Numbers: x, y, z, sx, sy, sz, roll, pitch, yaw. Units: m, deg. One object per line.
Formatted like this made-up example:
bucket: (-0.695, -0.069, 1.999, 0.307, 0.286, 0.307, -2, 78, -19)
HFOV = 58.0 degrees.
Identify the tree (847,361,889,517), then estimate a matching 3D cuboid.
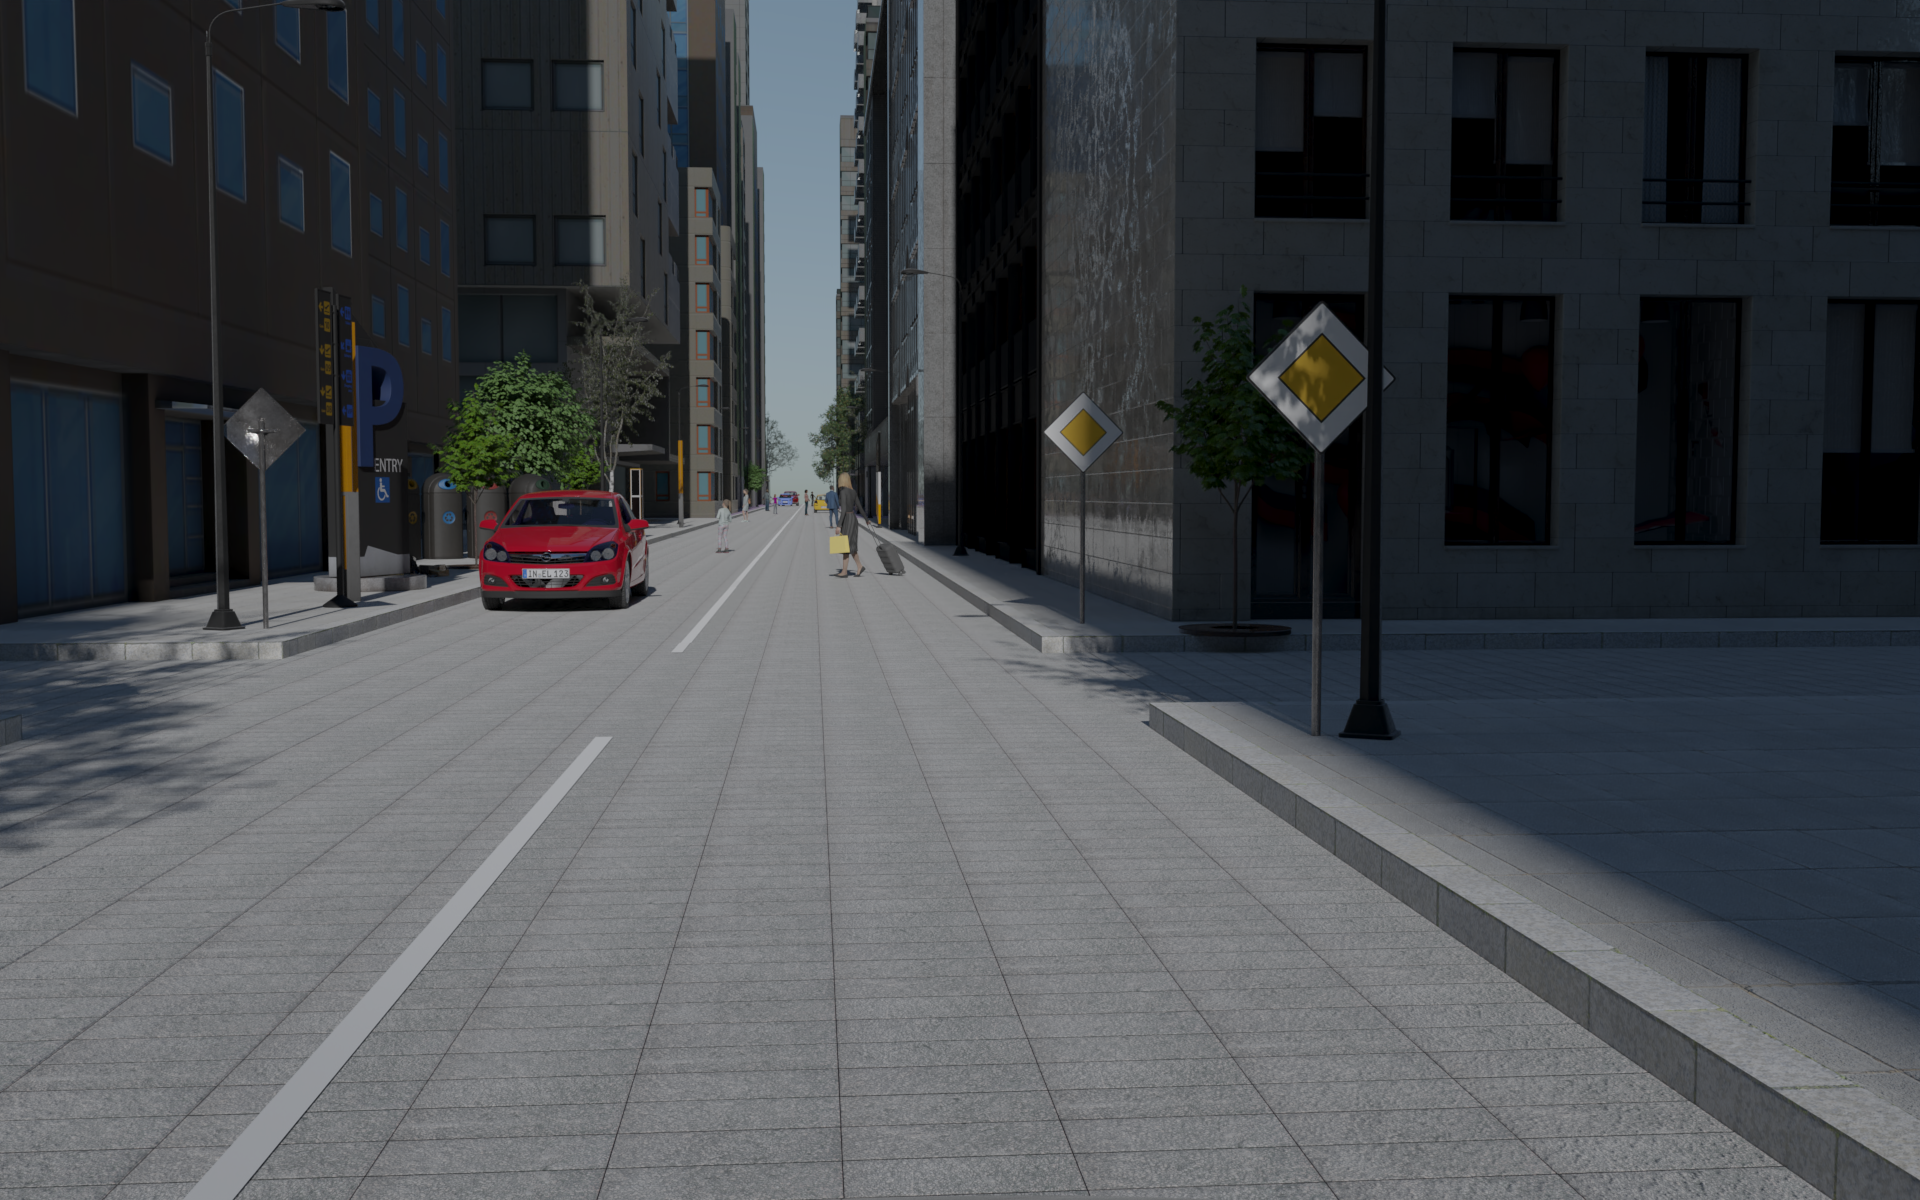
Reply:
tree: (-4.284, -8.871, 95.399, 4.360, 8.622, 3.978, 0, 3, 0)

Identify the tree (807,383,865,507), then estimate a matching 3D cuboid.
tree: (-11.100, -15.967, 178.062, 9.611, 12.733, 9.660, 0, 3, 0)

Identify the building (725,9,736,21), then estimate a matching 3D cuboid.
building: (-25.434, -27.986, 141.158, 14.154, 41.232, 14.086, 0, 4, -5)

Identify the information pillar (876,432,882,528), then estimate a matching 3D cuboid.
information pillar: (-3.086, -4.539, 65.563, 0.183, 3.616, 0.504, -1, 4, -13)

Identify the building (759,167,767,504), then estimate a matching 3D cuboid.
building: (-30.848, -32.193, 209.948, 14.154, 41.232, 14.086, 0, 4, -5)

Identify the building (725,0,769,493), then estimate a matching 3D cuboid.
building: (-35.516, -48.181, 226.015, 20.563, 71.187, 20.611, 0, 4, -5)

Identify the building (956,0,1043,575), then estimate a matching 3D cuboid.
building: (6.689, -12.560, 35.036, 12.332, 23.373, 15.834, 0, 4, -5)

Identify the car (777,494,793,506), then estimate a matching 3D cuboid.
car: (-20.675, -11.944, 204.878, 1.945, 1.707, 3.694, 0, 4, -5)

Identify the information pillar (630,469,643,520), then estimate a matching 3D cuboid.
information pillar: (-9.380, -2.800, 50.270, 0.304, 2.012, 0.304, 0, 4, 2)

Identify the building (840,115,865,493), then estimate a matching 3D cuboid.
building: (-6.169, -31.012, 190.647, 14.154, 41.232, 14.086, 0, 4, -5)

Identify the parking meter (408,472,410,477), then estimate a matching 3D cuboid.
parking meter: (-12.778, -2.077, 39.667, 0.399, 1.863, 0.255, 0, 4, 4)

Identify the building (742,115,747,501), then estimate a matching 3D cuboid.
building: (-26.841, -28.841, 155.149, 14.154, 41.232, 14.086, 0, 4, -5)

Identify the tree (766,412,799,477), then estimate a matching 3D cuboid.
tree: (-28.055, -20.719, 249.117, 12.009, 13.543, 11.850, 0, 3, 0)

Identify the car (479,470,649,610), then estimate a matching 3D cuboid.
car: (-5.150, -0.844, 22.846, 2.155, 1.783, 4.494, 0, 4, -5)

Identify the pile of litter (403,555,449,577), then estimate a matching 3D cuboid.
pile of litter: (-8.675, -0.815, 27.296, 1.176, 0.858, 1.719, -2, 4, -25)

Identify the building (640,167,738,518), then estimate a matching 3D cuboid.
building: (-28.115, -15.914, 105.230, 27.650, 21.520, 28.899, 0, 4, -5)

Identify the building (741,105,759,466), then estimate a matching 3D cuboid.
building: (-29.900, -33.344, 195.281, 14.600, 45.320, 14.200, 0, 4, -5)

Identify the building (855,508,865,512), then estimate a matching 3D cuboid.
building: (8.560, -26.588, 126.597, 32.217, 40.220, 23.993, 0, 4, -5)

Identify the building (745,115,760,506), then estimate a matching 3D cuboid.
building: (-28.690, -30.433, 181.169, 14.154, 41.232, 14.086, 0, 4, -5)

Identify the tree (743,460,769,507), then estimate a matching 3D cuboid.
tree: (-20.017, -11.176, 166.448, 4.285, 4.588, 4.351, 0, 3, 0)

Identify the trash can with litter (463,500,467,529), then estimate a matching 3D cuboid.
trash can with litter: (-12.146, -2.013, 44.304, 1.055, 1.170, 0.624, -2, 4, -28)

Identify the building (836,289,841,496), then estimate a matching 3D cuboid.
building: (-10.427, -28.878, 243.850, 14.160, 30.474, 14.107, 0, 4, -5)

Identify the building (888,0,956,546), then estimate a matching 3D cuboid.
building: (4.248, -14.353, 52.700, 12.078, 24.808, 19.932, 0, 4, -5)

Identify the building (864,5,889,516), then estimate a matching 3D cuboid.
building: (1.046, -20.518, 107.172, 14.160, 30.474, 14.107, 0, 4, -5)

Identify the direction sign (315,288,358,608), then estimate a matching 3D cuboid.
direction sign: (-7.045, -1.687, 19.581, 0.379, 3.537, 0.876, 0, 4, 4)

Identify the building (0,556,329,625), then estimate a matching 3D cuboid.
building: (-16.448, -22.690, 21.089, 14.600, 45.320, 14.200, 0, 4, -5)

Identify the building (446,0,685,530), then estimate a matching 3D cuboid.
building: (-26.188, -29.540, 72.214, 28.713, 52.752, 27.495, 0, 4, -5)

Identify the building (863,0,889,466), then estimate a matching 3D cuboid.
building: (3.250, -15.816, 77.657, 14.314, 24.678, 30.058, 0, 4, -5)

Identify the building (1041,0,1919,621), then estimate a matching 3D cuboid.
building: (10.071, -10.270, 22.663, 16.860, 20.320, 10.420, 0, 4, -5)

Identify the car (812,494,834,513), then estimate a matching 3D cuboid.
car: (-10.332, -7.485, 132.598, 2.015, 1.641, 3.980, 0, 4, -4)

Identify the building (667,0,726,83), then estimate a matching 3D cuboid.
building: (-24.325, -29.132, 126.413, 14.600, 45.320, 14.200, 0, 4, -5)

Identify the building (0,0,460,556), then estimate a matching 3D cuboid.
building: (-21.506, -24.087, 43.941, 14.600, 45.320, 14.200, 0, 4, -5)

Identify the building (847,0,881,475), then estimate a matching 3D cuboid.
building: (1.968, -32.626, 153.039, 23.786, 49.044, 30.456, 0, 4, -5)

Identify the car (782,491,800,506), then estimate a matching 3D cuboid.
car: (-20.541, -12.296, 209.709, 2.281, 1.827, 5.304, 0, 4, -4)

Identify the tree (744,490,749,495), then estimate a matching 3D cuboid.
tree: (-21.872, -10.984, 174.182, 1.663, 3.219, 1.824, 0, 3, 0)
